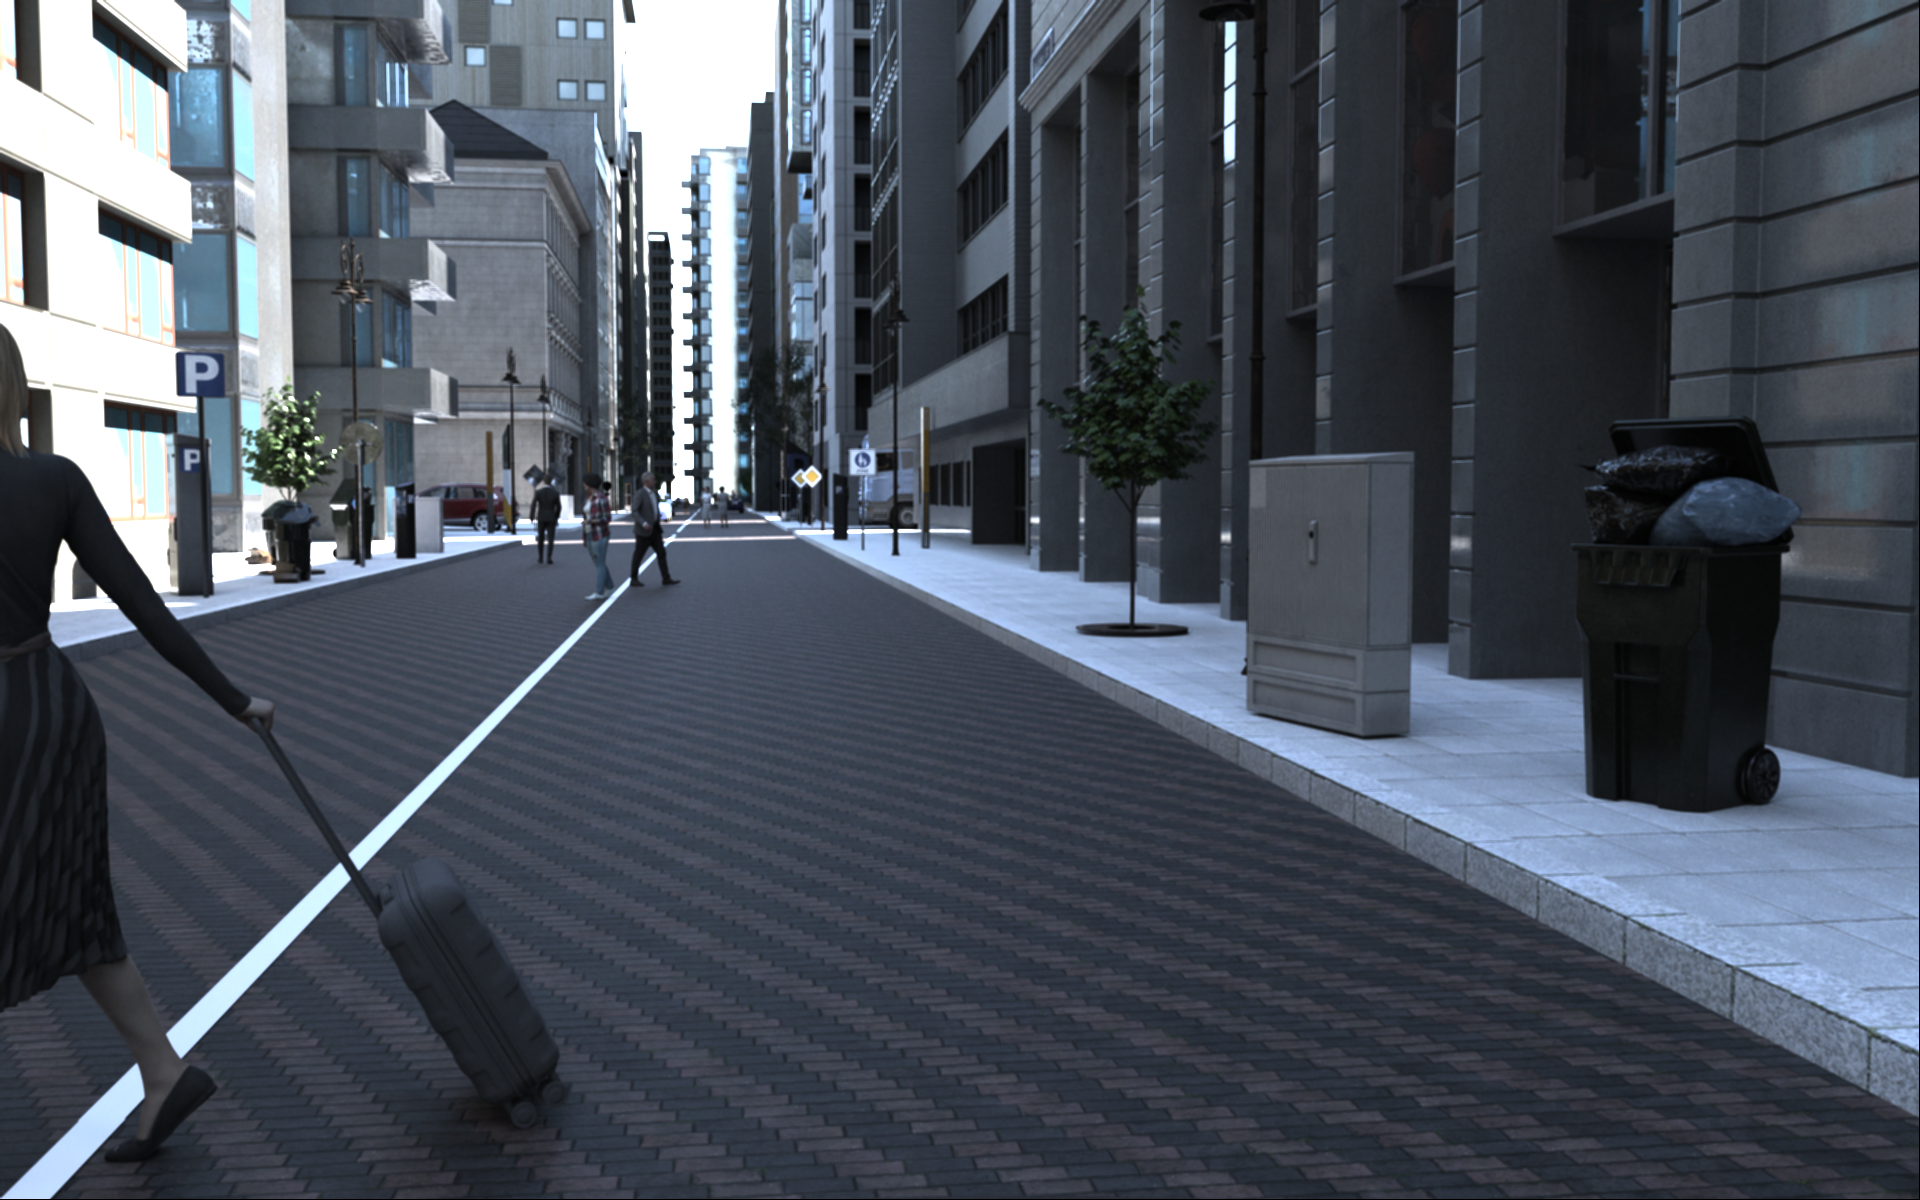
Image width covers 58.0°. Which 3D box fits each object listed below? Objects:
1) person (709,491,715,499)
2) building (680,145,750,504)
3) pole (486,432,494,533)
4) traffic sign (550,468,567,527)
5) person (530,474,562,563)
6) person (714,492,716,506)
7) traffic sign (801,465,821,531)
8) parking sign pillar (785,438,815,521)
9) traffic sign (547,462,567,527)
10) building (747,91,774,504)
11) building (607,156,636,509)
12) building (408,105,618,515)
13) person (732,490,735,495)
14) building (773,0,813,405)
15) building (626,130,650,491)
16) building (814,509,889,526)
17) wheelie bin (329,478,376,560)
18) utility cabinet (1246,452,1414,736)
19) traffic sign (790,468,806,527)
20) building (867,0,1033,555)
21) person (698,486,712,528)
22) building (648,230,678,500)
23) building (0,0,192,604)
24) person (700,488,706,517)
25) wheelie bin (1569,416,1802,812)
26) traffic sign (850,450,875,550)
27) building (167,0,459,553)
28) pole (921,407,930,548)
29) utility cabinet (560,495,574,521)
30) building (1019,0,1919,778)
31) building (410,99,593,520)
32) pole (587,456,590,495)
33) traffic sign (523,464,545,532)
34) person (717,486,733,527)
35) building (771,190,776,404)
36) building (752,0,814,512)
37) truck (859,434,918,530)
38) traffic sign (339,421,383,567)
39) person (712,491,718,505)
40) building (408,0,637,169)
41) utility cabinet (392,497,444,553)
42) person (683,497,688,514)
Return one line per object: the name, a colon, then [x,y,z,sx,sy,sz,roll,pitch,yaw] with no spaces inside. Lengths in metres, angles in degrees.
person: [-23.478,-9.346,162.130,1.217,1.723,0.721,-1,4,-19]
building: [-22.776,-37.828,238.097,30.456,49.044,23.786,0,4,-8]
pole: [-15.361,-3.839,56.613,0.158,3.312,0.155,0,3,0]
traffic sign: [-15.481,-3.841,66.437,0.795,2.450,0.064,0,4,-8]
person: [-8.584,-1.687,35.862,0.659,1.850,0.755,-1,4,-16]
person: [-29.775,-12.294,210.973,0.593,1.643,0.415,3,4,36]
traffic sign: [-5.106,-3.436,59.815,0.795,2.450,0.064,0,4,-8]
parking sign pillar: [-7.745,-5.815,83.543,1.447,3.967,1.447,-1,4,-15]
traffic sign: [-15.817,-4.155,68.041,0.768,2.556,0.104,0,4,-4]
building: [-14.284,-35.634,206.322,21.300,48.544,21.600,0,4,-8]
building: [-35.072,-22.940,146.763,14.160,30.474,14.107,0,4,-8]
building: [-29.729,-18.231,116.099,12.078,24.808,19.932,0,4,-8]
person: [-19.519,-8.516,148.178,0.568,1.767,0.683,0,4,7]
building: [-9.227,-30.788,153.498,14.600,45.320,14.200,0,4,-8]
building: [-41.521,-30.882,188.507,14.154,41.232,14.086,0,4,-8]
building: [3.961,-39.166,78.611,20.611,71.187,20.563,0,4,-8]
wheelie bin: [-11.943,-1.601,34.078,0.980,1.594,0.693,3,4,38]
utility cabinet: [2.012,-0.055,9.571,0.318,1.500,1.173,-1,4,-21]
traffic sign: [-6.225,-3.919,67.722,0.795,2.450,0.064,0,4,-8]
building: [5.913,-13.802,44.735,14.314,24.678,30.058,0,4,-8]
person: [-10.718,-3.907,72.943,0.480,1.755,0.524,1,4,17]
building: [-51.254,-33.394,237.877,23.993,40.220,32.217,0,4,-8]
building: [-23.092,-10.040,9.193,27.650,21.520,28.899,0,4,-8]
person: [-15.903,-6.087,107.866,0.795,1.843,0.661,1,4,21]
wheelie bin: [3.007,0.042,7.220,0.693,1.594,0.980,-3,4,-36]
traffic sign: [-2.217,-2.285,39.488,0.606,2.300,0.079,0,4,-2]
building: [-29.509,-25.958,44.026,30.456,49.044,23.786,0,4,-8]
pole: [-0.818,-2.875,40.845,0.158,3.312,0.155,0,3,0]
utility cabinet: [-18.604,-4.333,82.005,0.306,1.237,1.020,-2,4,-34]
building: [8.584,-14.513,14.785,11.434,29.767,29.804,0,4,-8]
building: [-25.027,-14.405,86.434,10.553,20.767,40.483,0,4,-8]
pole: [-20.090,-6.116,93.848,0.158,3.312,0.155,0,3,0]
traffic sign: [-14.362,-3.357,58.531,0.795,2.450,0.064,0,4,-8]
person: [-10.160,-4.036,74.852,0.716,1.782,0.532,-1,4,-9]
building: [-11.287,-24.234,167.929,14.160,30.474,14.107,0,4,-8]
building: [-3.106,-49.364,119.776,22.319,86.520,31.000,0,4,-8]
truck: [4.876,-4.671,66.131,18.799,4.110,2.967,-1,4,-9]
traffic sign: [-10.480,-1.847,30.310,0.768,2.556,0.104,0,4,1]
person: [-24.849,-10.279,177.076,1.217,1.766,0.721,-1,4,-16]
building: [-45.916,-35.311,166.578,28.713,52.752,27.495,0,4,-8]
utility cabinet: [-11.784,-1.623,37.690,1.020,1.237,0.306,0,4,-5]
person: [-20.068,-6.930,126.476,0.373,1.253,0.362,2,4,27]
